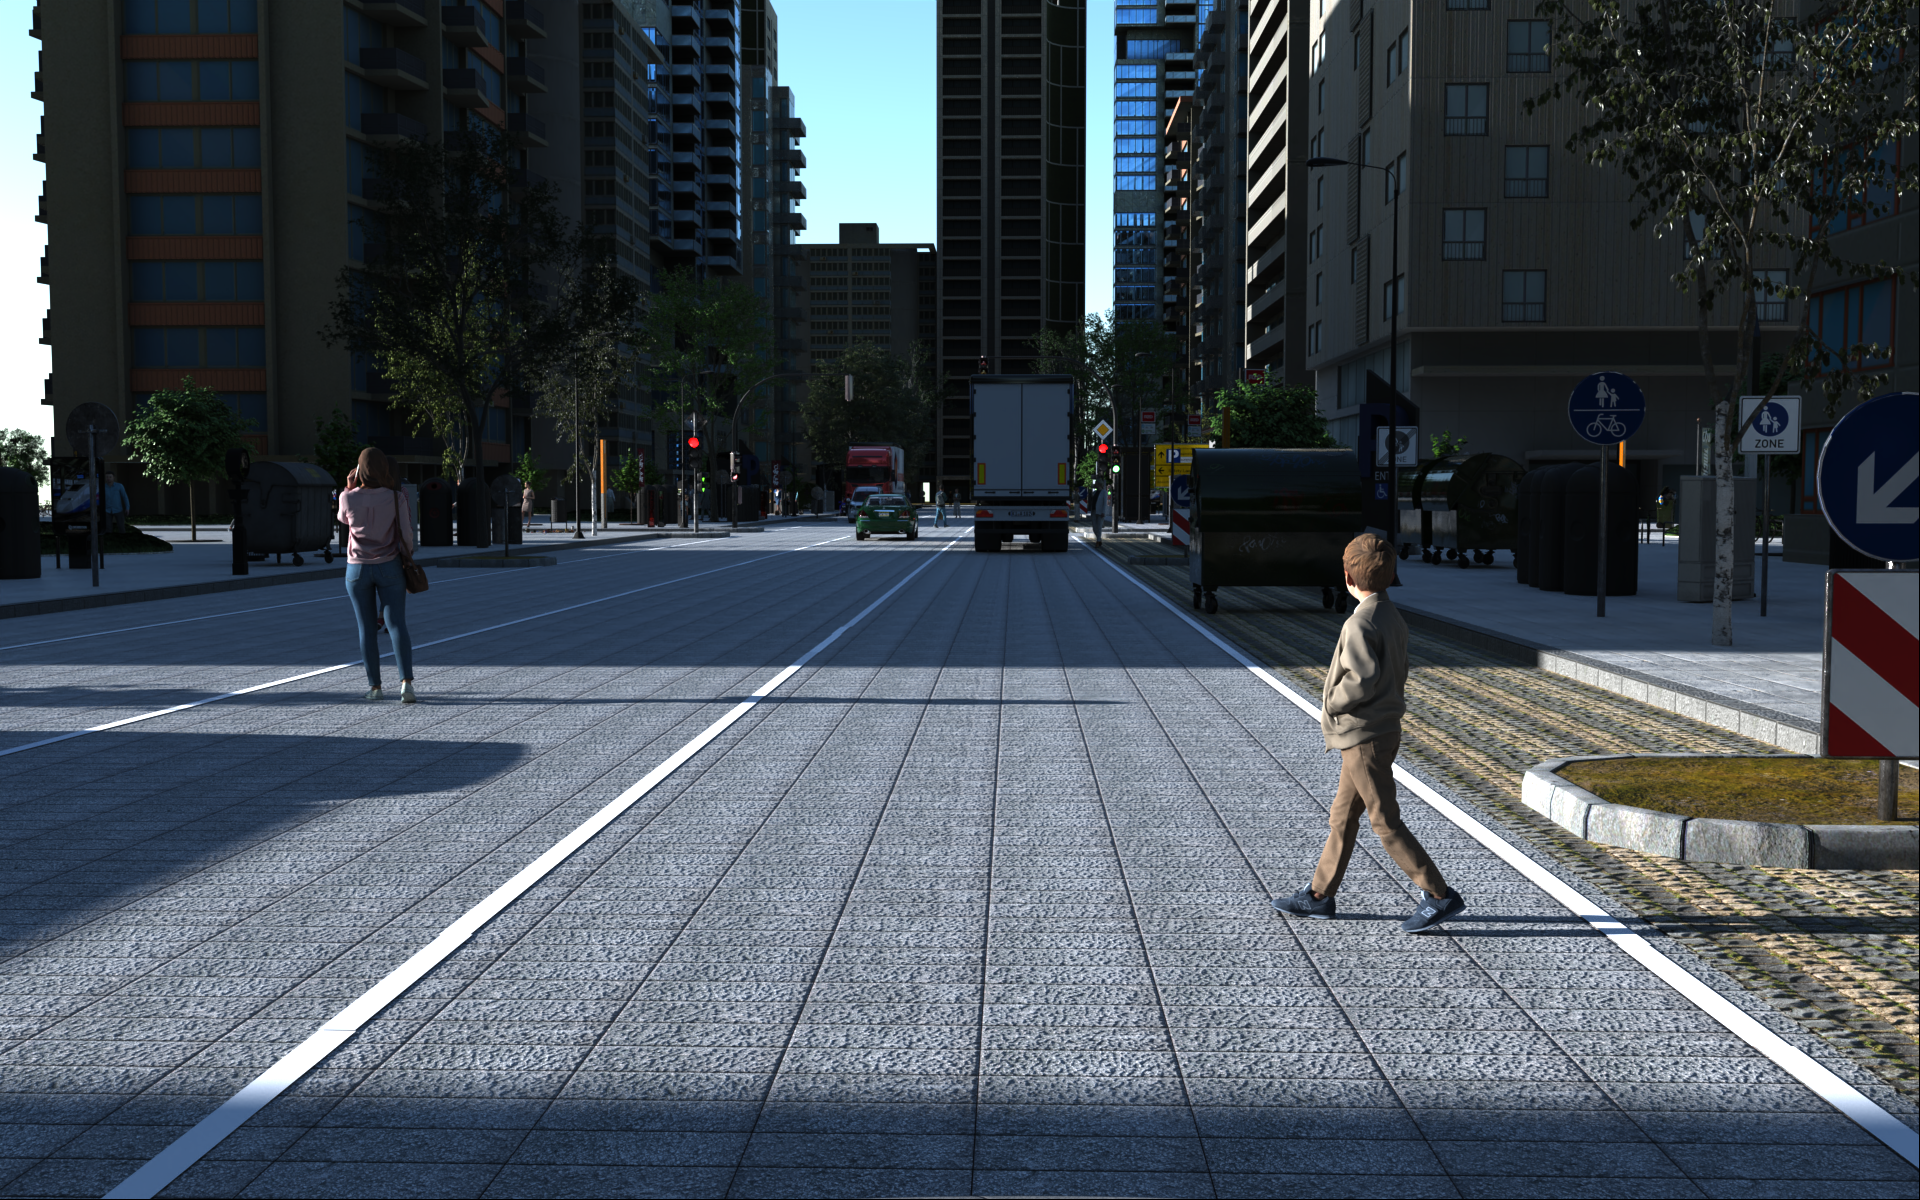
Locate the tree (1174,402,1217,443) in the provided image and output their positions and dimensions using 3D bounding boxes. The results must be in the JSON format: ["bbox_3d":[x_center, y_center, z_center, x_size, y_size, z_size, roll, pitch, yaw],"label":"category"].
[{"bbox_3d":[18.945,-11.449,137.554,4.737,8.622,4.395,0,3,0],"label":"tree"}]

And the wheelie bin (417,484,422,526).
[{"bbox_3d":[-17.057,-2.914,55.559,0.980,1.594,0.693,-2,4,-26],"label":"wheelie bin"}]

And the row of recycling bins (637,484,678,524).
[{"bbox_3d":[-12.910,-4.138,74.771,1.069,1.692,3.534,1,4,14],"label":"row of recycling bins"}]

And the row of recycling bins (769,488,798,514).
[{"bbox_3d":[-11.674,-6.520,113.715,1.069,1.692,3.534,-2,4,-33],"label":"row of recycling bins"}]

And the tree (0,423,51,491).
[{"bbox_3d":[-64.233,-10.245,130.404,11.467,7.101,20.602,0,4,2],"label":"tree"}]

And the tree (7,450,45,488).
[{"bbox_3d":[-41.556,-4.997,76.309,1.663,3.219,1.824,0,3,0],"label":"tree"}]

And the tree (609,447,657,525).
[{"bbox_3d":[-13.680,-4.725,71.862,1.663,3.219,1.824,0,3,0],"label":"tree"}]

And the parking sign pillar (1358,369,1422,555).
[{"bbox_3d":[9.126,-2.964,36.936,1.447,3.967,1.447,-3,4,-39],"label":"parking sign pillar"}]

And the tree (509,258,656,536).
[{"bbox_3d":[-11.496,-6.283,53.081,4.360,8.622,3.978,0,3,0],"label":"tree"}]

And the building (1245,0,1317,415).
[{"bbox_3d":[33.267,-30.842,127.966,21.300,48.544,21.600,0,4,2],"label":"building"}]

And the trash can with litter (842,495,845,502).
[{"bbox_3d":[-8.865,-7.688,137.090,1.055,1.170,0.624,3,4,37],"label":"trash can with litter"}]

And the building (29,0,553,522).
[{"bbox_3d":[-34.376,-26.640,90.190,22.147,44.769,28.867,0,4,2],"label":"building"}]

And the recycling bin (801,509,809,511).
[{"bbox_3d":[-11.643,-7.078,128.282,0.722,1.027,0.722,2,4,32],"label":"recycling bin"}]

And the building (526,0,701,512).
[{"bbox_3d":[-35.966,-26.543,125.859,32.217,40.220,23.993,0,4,2],"label":"building"}]

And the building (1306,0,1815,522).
[{"bbox_3d":[33.103,-30.524,88.301,27.495,52.752,28.713,0,4,2],"label":"building"}]

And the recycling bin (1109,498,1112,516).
[{"bbox_3d":[9.265,-5.493,102.365,0.722,1.027,0.722,-1,4,-18],"label":"recycling bin"}]

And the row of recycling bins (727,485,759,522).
[{"bbox_3d":[-10.143,-4.536,81.284,1.069,1.692,3.534,0,4,6],"label":"row of recycling bins"}]

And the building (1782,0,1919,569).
[{"bbox_3d":[29.021,-10.546,17.465,27.650,21.520,28.899,0,4,2],"label":"building"}]

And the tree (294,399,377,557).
[{"bbox_3d":[-12.810,-2.494,35.381,1.663,3.219,1.824,0,3,0],"label":"tree"}]

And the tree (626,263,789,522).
[{"bbox_3d":[-11.284,-9.345,78.539,9.928,11.665,9.643,0,3,0],"label":"tree"}]

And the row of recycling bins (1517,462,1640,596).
[{"bbox_3d":[8.268,-0.997,23.412,1.069,1.692,3.534,0,4,6],"label":"row of recycling bins"}]

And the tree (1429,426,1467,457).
[{"bbox_3d":[13.346,-3.257,47.861,1.663,3.219,1.824,0,3,0],"label":"tree"}]

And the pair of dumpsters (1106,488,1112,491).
[{"bbox_3d":[10.710,-7.162,119.598,1.574,2.255,4.437,0,4,2],"label":"pair of dumpsters"}]

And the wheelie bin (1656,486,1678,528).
[{"bbox_3d":[26.429,-3.478,64.774,0.693,1.594,0.980,2,4,31],"label":"wheelie bin"}]

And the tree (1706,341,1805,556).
[{"bbox_3d":[17.372,-3.197,35.977,4.285,4.588,4.351,0,3,0],"label":"tree"}]

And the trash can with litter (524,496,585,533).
[{"bbox_3d":[-13.702,-2.846,57.582,2.233,1.210,1.678,0,4,1],"label":"trash can with litter"}]

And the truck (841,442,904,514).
[{"bbox_3d":[-4.699,-6.540,95.841,2.839,4.237,11.283,0,4,2],"label":"truck"}]

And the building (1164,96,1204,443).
[{"bbox_3d":[33.880,-32.667,188.731,22.147,44.769,28.867,0,4,2],"label":"building"}]

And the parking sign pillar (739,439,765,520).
[{"bbox_3d":[-10.394,-5.943,85.641,1.447,3.967,1.447,2,4,27],"label":"parking sign pillar"}]

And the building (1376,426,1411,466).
[{"bbox_3d":[62.898,-42.870,242.919,28.212,58.520,21.231,0,4,2],"label":"building"}]

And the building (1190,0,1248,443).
[{"bbox_3d":[33.118,-32.954,158.404,23.786,49.044,30.456,0,4,2],"label":"building"}]

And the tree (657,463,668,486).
[{"bbox_3d":[-15.284,-5.552,85.369,1.663,3.219,1.824,0,3,0],"label":"tree"}]

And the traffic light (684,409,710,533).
[{"bbox_3d":[-8.760,-4.197,57.537,0.839,4.253,0.868,0,4,2],"label":"traffic light"}]

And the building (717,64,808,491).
[{"bbox_3d":[-32.886,-35.128,193.952,30.456,49.044,23.786,0,4,2],"label":"building"}]

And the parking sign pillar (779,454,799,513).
[{"bbox_3d":[-11.672,-7.888,117.435,1.447,3.967,1.447,2,4,34],"label":"parking sign pillar"}]

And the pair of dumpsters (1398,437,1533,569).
[{"bbox_3d":[9.111,-1.782,31.629,1.574,2.255,4.437,0,4,2],"label":"pair of dumpsters"}]

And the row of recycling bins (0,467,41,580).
[{"bbox_3d":[-14.871,-1.093,24.987,1.069,1.692,3.534,1,4,16],"label":"row of recycling bins"}]

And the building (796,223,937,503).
[{"bbox_3d":[-14.752,-34.204,251.112,23.993,40.220,32.217,0,4,2],"label":"building"}]

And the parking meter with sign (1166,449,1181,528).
[{"bbox_3d":[8.163,-4.264,65.982,0.543,3.016,1.738,0,4,4],"label":"parking meter with sign"}]

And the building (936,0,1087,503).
[{"bbox_3d":[7.368,-49.283,244.024,20.611,71.187,20.563,0,4,2],"label":"building"}]

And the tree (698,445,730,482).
[{"bbox_3d":[-16.149,-8.116,116.402,4.285,4.588,4.351,0,3,0],"label":"tree"}]

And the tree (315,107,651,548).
[{"bbox_3d":[-11.314,-6.534,41.239,8.767,10.594,7.601,0,4,3],"label":"tree"}]

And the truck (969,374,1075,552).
[{"bbox_3d":[1.638,-3.506,46.234,2.839,4.237,11.283,0,4,2],"label":"truck"}]

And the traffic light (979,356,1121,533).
[{"bbox_3d":[3.002,-5.038,57.043,4.771,5.953,1.251,0,4,2],"label":"traffic light"}]

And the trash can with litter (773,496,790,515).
[{"bbox_3d":[-10.818,-5.741,105.250,1.055,1.170,0.624,-1,4,-14],"label":"trash can with litter"}]

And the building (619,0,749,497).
[{"bbox_3d":[-30.663,-51.523,155.074,22.319,86.520,31.000,0,4,2],"label":"building"}]

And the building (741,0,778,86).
[{"bbox_3d":[-37.219,-49.358,245.256,20.611,71.187,20.563,0,4,2],"label":"building"}]

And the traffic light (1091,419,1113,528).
[{"bbox_3d":[5.346,-4.659,65.100,0.839,4.253,0.868,0,4,2],"label":"traffic light"}]

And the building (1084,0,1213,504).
[{"bbox_3d":[33.177,-56.919,243.298,31.000,86.520,22.319,0,4,2],"label":"building"}]

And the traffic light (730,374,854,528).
[{"bbox_3d":[-6.415,-5.555,65.487,4.771,5.953,1.251,0,4,2],"label":"traffic light"}]

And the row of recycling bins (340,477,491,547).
[{"bbox_3d":[-13.376,-2.169,42.583,3.534,1.692,1.069,-1,4,-20],"label":"row of recycling bins"}]

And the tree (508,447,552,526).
[{"bbox_3d":[-17.579,-4.657,70.738,1.663,3.219,1.824,0,3,0],"label":"tree"}]
